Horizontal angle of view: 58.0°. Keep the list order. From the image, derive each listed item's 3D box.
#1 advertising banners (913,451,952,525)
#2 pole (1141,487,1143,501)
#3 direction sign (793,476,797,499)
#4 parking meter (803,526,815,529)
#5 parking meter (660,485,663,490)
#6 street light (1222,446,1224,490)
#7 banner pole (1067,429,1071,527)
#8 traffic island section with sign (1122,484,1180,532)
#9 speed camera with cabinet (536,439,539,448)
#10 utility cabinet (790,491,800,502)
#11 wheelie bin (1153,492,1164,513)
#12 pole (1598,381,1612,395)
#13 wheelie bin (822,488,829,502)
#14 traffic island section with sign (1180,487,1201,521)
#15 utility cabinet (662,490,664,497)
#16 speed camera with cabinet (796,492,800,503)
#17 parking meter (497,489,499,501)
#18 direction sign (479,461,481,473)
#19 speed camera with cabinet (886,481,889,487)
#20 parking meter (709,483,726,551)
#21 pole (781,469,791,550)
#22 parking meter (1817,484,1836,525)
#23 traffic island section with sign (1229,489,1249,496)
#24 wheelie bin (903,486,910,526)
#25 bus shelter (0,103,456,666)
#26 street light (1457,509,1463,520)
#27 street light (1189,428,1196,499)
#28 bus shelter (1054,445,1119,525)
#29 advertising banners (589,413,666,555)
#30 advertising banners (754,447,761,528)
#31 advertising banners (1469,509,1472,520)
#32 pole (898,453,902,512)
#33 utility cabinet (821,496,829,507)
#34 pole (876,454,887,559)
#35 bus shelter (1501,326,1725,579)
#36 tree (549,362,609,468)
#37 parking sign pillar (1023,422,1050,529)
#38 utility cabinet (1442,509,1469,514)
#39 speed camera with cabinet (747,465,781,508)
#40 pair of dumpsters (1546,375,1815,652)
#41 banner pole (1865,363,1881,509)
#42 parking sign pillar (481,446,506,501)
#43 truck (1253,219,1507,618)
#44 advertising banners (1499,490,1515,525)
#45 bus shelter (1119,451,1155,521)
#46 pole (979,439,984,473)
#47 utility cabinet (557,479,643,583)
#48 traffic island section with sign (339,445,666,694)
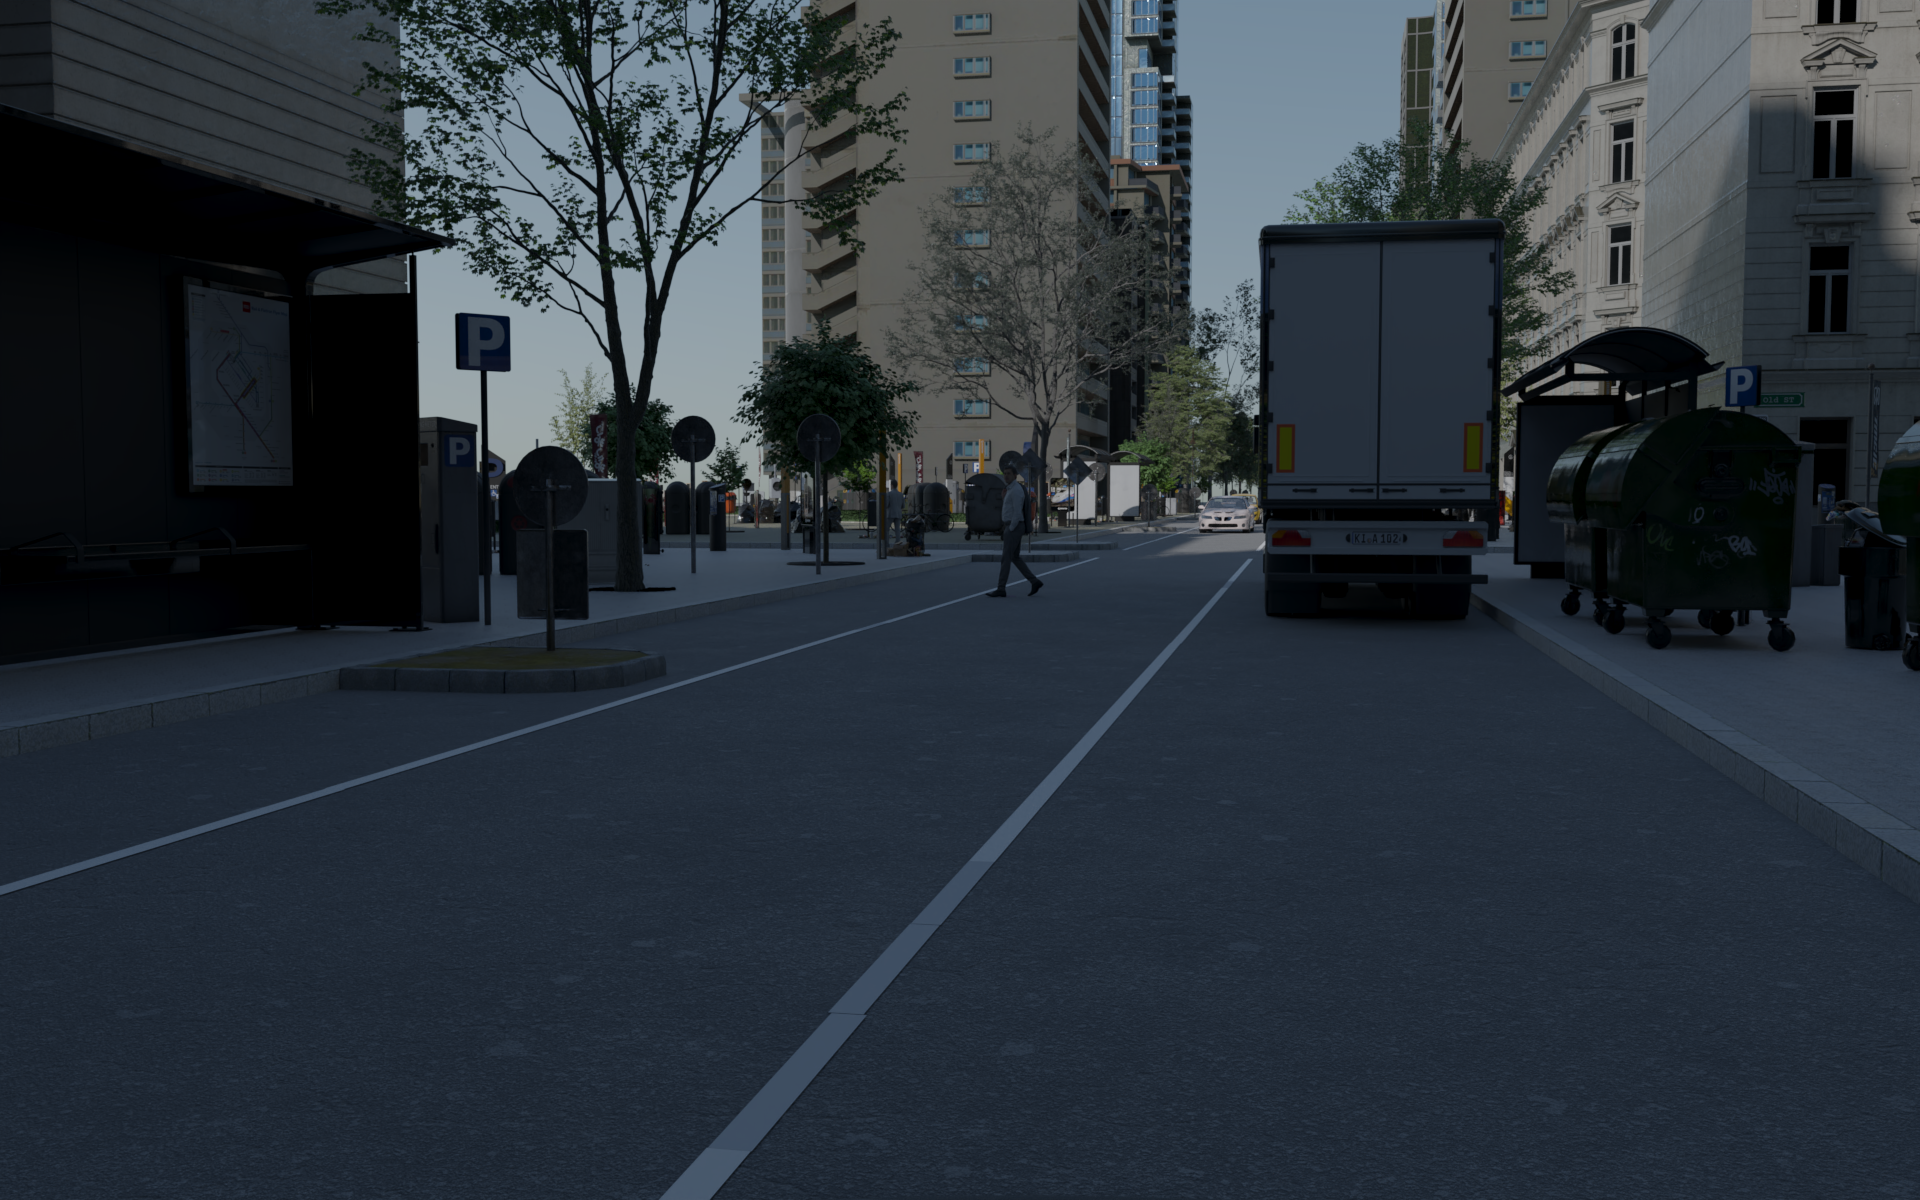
[{"bbox_3d":[-1.130,-4.576,71.001,2.074,3.025,0.090,-3,5,-42],"label":"advertising banners"},{"bbox_3d":[11.396,-6.973,107.844,0.158,3.312,0.155,0,3,0],"label":"pole"},{"bbox_3d":[-9.743,-6.749,102.337,0.379,3.537,0.876,-1,4,-16],"label":"direction sign"},{"bbox_3d":[-4.510,-2.643,51.620,0.372,1.533,0.369,0,3,0],"label":"parking meter"},{"bbox_3d":[-18.738,-6.263,108.114,0.399,1.863,0.255,2,4,34],"label":"parking meter"},{"bbox_3d":[25.060,-11.750,164.907,0.468,5.910,1.993,1,4,11],"label":"street light"},{"bbox_3d":[4.179,-4.694,66.762,0.401,3.779,0.863,0,4,-5],"label":"banner pole"},{"bbox_3d":[7.340,-3.565,66.917,1.989,1.847,2.006,1,4,11],"label":"traffic island section with sign"},{"bbox_3d":[-14.432,-4.150,62.189,2.038,3.252,0.660,0,4,-2],"label":"speed camera with cabinet"},{"bbox_3d":[-11.426,-6.761,119.218,1.173,1.500,0.318,3,4,38],"label":"utility cabinet"},{"bbox_3d":[13.244,-6.582,115.517,0.980,1.594,0.693,2,4,30],"label":"wheelie bin"},{"bbox_3d":[10.937,-2.178,29.461,0.158,3.312,0.155,0,3,0],"label":"pole"},{"bbox_3d":[-7.090,-4.974,89.227,0.693,1.594,0.980,-1,4,-15],"label":"wheelie bin"},{"bbox_3d":[12.891,-5.253,94.518,1.989,1.847,2.006,1,4,11],"label":"traffic island section with sign"},{"bbox_3d":[-16.840,-5.610,100.399,1.173,1.500,0.318,0,4,5],"label":"utility cabinet"},{"bbox_3d":[-10.344,-7.537,117.559,0.660,3.252,2.038,2,4,26],"label":"speed camera with cabinet"},{"bbox_3d":[-18.677,-3.800,70.546,0.372,1.533,0.369,0,3,0],"label":"parking meter"},{"bbox_3d":[-33.070,-7.822,119.881,0.379,3.537,0.876,0,4,7],"label":"direction sign"},{"bbox_3d":[-4.725,-7.723,120.600,0.660,3.252,2.038,1,4,18],"label":"speed camera with cabinet"},{"bbox_3d":[-5.450,-1.869,38.976,0.372,1.533,0.369,0,3,0],"label":"parking meter"},{"bbox_3d":[-4.003,-2.805,39.697,0.158,3.312,0.155,0,3,0],"label":"pole"},{"bbox_3d":[21.143,-2.071,42.276,0.372,1.533,0.369,0,3,0],"label":"parking meter"},{"bbox_3d":[22.738,-8.253,143.567,1.989,1.847,2.006,1,4,11],"label":"traffic island section with sign"},{"bbox_3d":[-1.867,-3.717,68.686,0.980,1.594,0.693,-2,4,-34],"label":"wheelie bin"},{"bbox_3d":[-6.095,-1.343,13.236,1.731,3.624,6.357,1,4,11],"label":"bus shelter"},{"bbox_3d":[10.303,-3.839,35.549,0.468,5.910,1.993,1,4,11],"label":"street light"},{"bbox_3d":[16.343,-9.098,121.538,0.468,5.910,1.993,1,4,11],"label":"street light"},{"bbox_3d":[5.390,-4.905,74.118,2.014,3.302,5.546,1,4,11],"label":"bus shelter"},{"bbox_3d":[-7.171,-2.505,37.149,2.074,3.025,0.090,2,4,32],"label":"advertising banners"},{"bbox_3d":[-7.609,-4.212,65.048,0.090,3.025,2.074,-1,4,-12],"label":"advertising banners"},{"bbox_3d":[24.314,-5.484,85.847,2.074,3.025,0.090,2,4,23],"label":"advertising banners"},{"bbox_3d":[-2.998,-5.681,86.726,0.158,3.312,0.155,0,3,0],"label":"pole"},{"bbox_3d":[-5.625,-3.575,69.616,0.306,1.237,1.020,-2,4,-29],"label":"utility cabinet"},{"bbox_3d":[-1.543,-2.459,34.041,0.158,3.312,0.155,0,3,0],"label":"pole"},{"bbox_3d":[8.703,-1.820,23.674,2.014,3.302,5.546,1,4,11],"label":"bus shelter"},{"bbox_3d":[-21.310,-8.993,97.393,4.737,8.622,4.395,0,3,0],"label":"tree"},{"bbox_3d":[2.625,-4.619,63.995,1.447,3.967,1.447,0,4,8],"label":"parking sign pillar"},{"bbox_3d":[20.336,-3.825,71.214,0.318,1.500,1.173,-3,4,-36],"label":"utility cabinet"},{"bbox_3d":[-11.143,-6.376,98.588,2.038,3.252,0.660,-1,4,-20],"label":"speed camera with cabinet"},{"bbox_3d":[6.568,-0.834,16.128,1.574,2.255,4.437,1,4,11],"label":"pair of dumpsters"},{"bbox_3d":[17.563,-2.650,33.339,0.401,3.779,0.863,3,5,43],"label":"banner pole"},{"bbox_3d":[-25.359,-6.467,94.215,1.447,3.967,1.447,-1,4,-14],"label":"parking sign pillar"},{"bbox_3d":[5.327,-2.107,23.371,2.839,4.237,11.283,1,4,10],"label":"truck"},{"bbox_3d":[22.202,-4.586,71.162,2.074,3.025,0.090,2,4,34],"label":"advertising banners"},{"bbox_3d":[8.150,-5.481,83.530,2.014,3.302,5.546,1,4,11],"label":"bus shelter"},{"bbox_3d":[0.800,-4.321,64.492,0.158,3.312,0.155,0,3,0],"label":"pole"},{"bbox_3d":[-5.139,-0.980,24.695,1.173,1.500,0.318,-1,4,-16],"label":"utility cabinet"},{"bbox_3d":[-3.391,-0.293,13.424,1.989,1.847,2.006,1,4,11],"label":"traffic island section with sign"}]
